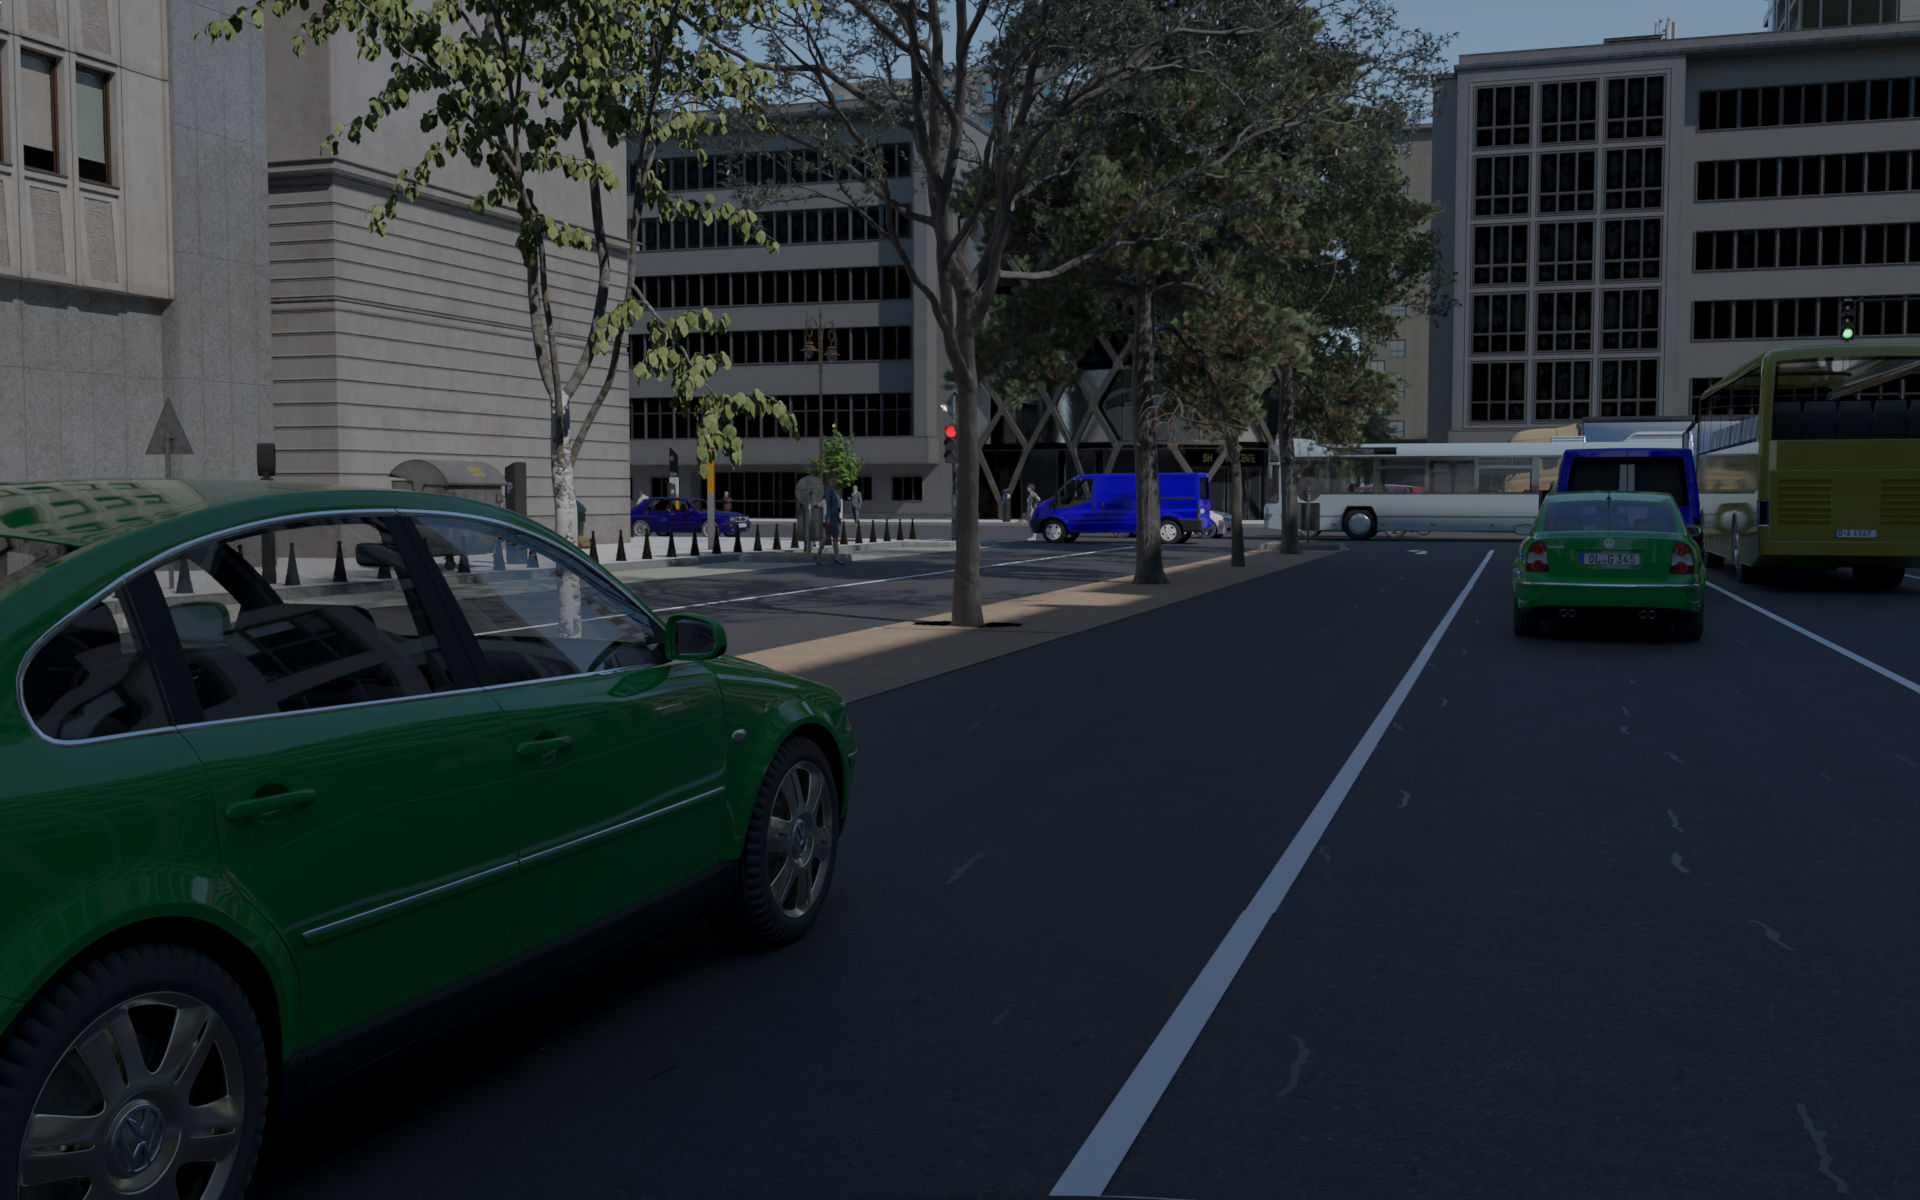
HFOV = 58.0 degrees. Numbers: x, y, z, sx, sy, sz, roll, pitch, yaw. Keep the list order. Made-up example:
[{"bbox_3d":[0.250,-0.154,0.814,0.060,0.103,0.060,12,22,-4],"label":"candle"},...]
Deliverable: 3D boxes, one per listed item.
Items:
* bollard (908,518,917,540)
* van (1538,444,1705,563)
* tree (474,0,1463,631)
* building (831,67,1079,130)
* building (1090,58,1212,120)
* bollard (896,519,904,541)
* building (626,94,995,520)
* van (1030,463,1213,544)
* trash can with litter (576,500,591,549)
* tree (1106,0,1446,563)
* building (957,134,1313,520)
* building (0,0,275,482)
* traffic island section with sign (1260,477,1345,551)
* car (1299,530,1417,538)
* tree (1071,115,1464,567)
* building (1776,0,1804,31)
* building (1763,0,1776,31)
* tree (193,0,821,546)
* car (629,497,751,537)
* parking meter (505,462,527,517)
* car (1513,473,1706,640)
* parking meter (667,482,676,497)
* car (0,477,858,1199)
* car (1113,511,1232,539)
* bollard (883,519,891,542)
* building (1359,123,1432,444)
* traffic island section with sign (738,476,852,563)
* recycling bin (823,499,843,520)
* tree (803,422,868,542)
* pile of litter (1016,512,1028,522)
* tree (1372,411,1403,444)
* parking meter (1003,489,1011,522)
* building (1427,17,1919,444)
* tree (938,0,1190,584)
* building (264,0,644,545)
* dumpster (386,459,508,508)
[{"bbox_3d":[-1.338,-2.004,48.807,0.229,0.601,0.229,0,3,0],"label":"bollard"},{"bbox_3d":[9.556,-1.268,25.112,2.240,2.365,5.245,1,4,19],"label":"van"},{"bbox_3d":[0.064,-6.442,18.159,12.009,13.543,11.850,0,3,0],"label":"tree"},{"bbox_3d":[1.163,-35.361,197.755,30.456,49.044,23.786,1,4,18],"label":"building"},{"bbox_3d":[19.361,-28.446,148.682,14.154,41.232,14.086,1,4,18],"label":"building"},{"bbox_3d":[-1.655,-1.944,47.831,0.229,0.601,0.229,0,3,0],"label":"bollard"},{"bbox_3d":[-12.823,-16.888,95.181,30.058,24.678,14.314,1,4,18],"label":"building"},{"bbox_3d":[4.668,-2.828,50.630,5.245,2.365,2.240,1,4,18],"label":"van"},{"bbox_3d":[-8.954,-1.801,40.837,0.624,1.170,1.055,-3,5,-40],"label":"trash can with litter"},{"bbox_3d":[7.774,-7.120,40.924,6.751,12.117,7.091,0,3,0],"label":"tree"},{"bbox_3d":[9.838,-13.567,89.271,16.811,18.784,16.820,1,4,18],"label":"building"},{"bbox_3d":[-20.940,-12.505,22.480,12.078,24.808,19.932,1,4,18],"label":"building"},{"bbox_3d":[8.931,-2.245,44.839,2.006,1.907,1.989,1,4,18],"label":"traffic island section with sign"},{"bbox_3d":[13.186,-2.842,58.269,4.920,1.459,2.131,1,4,17],"label":"car"},{"bbox_3d":[5.598,-5.943,34.039,8.767,10.594,7.601,1,4,18],"label":"tree"},{"bbox_3d":[76.272,-42.969,140.802,20.563,71.187,20.611,1,4,18],"label":"building"},{"bbox_3d":[85.727,-52.112,164.710,22.319,86.520,31.000,1,4,18],"label":"building"},{"bbox_3d":[-2.453,-3.511,10.231,4.737,8.622,4.395,0,3,0],"label":"tree"},{"bbox_3d":[-8.818,-2.674,56.295,3.894,1.354,1.945,1,4,19],"label":"car"},{"bbox_3d":[-8.113,-1.586,31.647,0.399,1.863,0.255,3,5,45],"label":"parking meter"},{"bbox_3d":[6.917,-0.595,18.522,1.959,1.807,4.718,1,4,20],"label":"car"},{"bbox_3d":[-14.289,-4.899,85.815,0.399,1.863,0.255,-3,5,-43],"label":"parking meter"},{"bbox_3d":[-1.778,0.264,4.481,1.959,1.807,4.718,1,4,19],"label":"car"},{"bbox_3d":[6.801,-2.717,56.786,4.827,1.381,2.083,1,4,20],"label":"car"},{"bbox_3d":[-1.977,-1.884,46.847,0.229,0.601,0.229,0,3,0],"label":"bollard"},{"bbox_3d":[70.401,-39.946,242.351,27.495,52.752,28.713,1,4,18],"label":"building"},{"bbox_3d":[-3.383,-1.720,36.742,1.989,1.847,2.006,1,4,18],"label":"traffic island section with sign"},{"bbox_3d":[-6.252,-4.439,85.131,0.722,1.027,0.722,2,4,28],"label":"recycling bin"},{"bbox_3d":[-3.475,-3.203,46.964,1.663,3.219,1.824,0,3,0],"label":"tree"},{"bbox_3d":[3.404,-3.968,78.838,1.719,0.858,1.176,0,4,6],"label":"pile of litter"},{"bbox_3d":[47.421,-17.316,201.246,7.486,12.596,7.792,0,3,0],"label":"tree"},{"bbox_3d":[2.139,-4.348,79.505,0.372,1.533,0.369,0,3,0],"label":"parking meter"},{"bbox_3d":[37.228,-15.911,79.209,30.058,24.678,14.314,1,4,18],"label":"building"},{"bbox_3d":[2.928,-6.282,27.223,6.751,12.117,7.091,0,3,0],"label":"tree"},{"bbox_3d":[-21.458,-12.302,42.938,24.055,21.916,13.314,1,4,18],"label":"building"},{"bbox_3d":[-8.778,-1.463,29.673,1.264,1.857,1.865,1,4,18],"label":"dumpster"}]
